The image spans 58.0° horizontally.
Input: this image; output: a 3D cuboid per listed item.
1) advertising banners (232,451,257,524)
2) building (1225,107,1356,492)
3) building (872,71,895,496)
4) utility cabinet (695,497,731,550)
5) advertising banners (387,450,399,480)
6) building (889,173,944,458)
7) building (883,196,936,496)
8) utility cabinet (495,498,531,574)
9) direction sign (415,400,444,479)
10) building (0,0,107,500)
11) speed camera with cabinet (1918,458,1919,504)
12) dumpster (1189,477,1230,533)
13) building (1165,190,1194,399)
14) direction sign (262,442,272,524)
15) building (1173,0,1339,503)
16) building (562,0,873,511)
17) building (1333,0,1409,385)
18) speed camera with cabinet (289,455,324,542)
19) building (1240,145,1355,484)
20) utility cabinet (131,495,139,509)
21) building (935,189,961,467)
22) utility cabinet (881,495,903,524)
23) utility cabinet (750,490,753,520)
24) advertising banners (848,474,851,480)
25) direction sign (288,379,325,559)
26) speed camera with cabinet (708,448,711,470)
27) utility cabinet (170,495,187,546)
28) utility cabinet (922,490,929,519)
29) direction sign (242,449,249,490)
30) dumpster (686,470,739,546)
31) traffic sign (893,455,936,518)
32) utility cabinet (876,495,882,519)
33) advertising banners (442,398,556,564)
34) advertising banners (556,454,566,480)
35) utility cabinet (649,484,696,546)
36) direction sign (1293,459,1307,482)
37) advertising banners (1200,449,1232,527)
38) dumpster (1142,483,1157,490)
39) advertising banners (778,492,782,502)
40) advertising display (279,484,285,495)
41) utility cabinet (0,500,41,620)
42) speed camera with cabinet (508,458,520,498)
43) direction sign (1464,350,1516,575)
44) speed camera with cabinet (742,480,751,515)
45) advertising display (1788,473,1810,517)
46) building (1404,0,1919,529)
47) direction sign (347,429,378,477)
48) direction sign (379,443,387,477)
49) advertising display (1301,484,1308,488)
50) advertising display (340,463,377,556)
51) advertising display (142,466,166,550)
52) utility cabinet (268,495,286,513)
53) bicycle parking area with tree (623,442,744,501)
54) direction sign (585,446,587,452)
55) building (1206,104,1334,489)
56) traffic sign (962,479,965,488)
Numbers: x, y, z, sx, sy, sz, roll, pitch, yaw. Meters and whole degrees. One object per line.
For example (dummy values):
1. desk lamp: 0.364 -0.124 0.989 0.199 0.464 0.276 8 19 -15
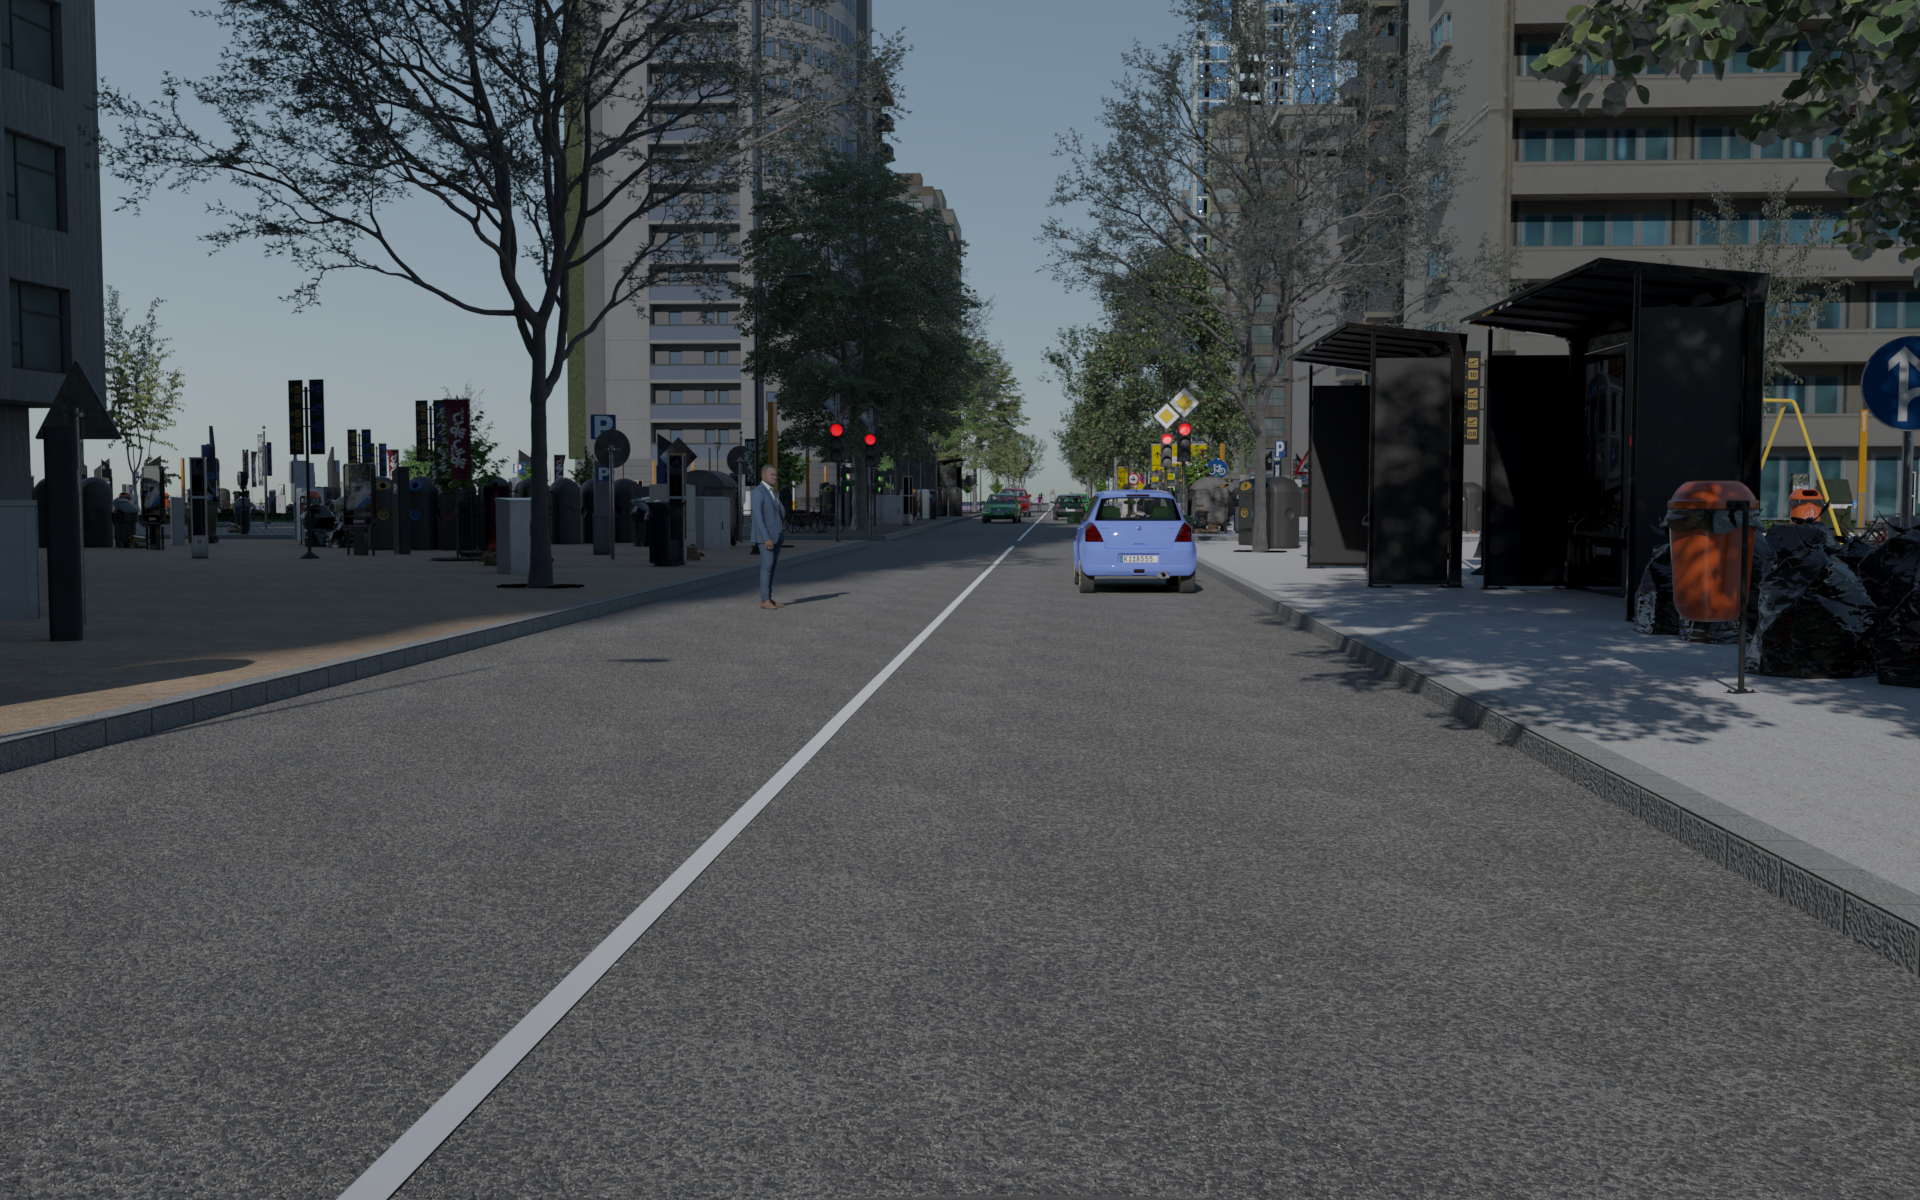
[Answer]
1. advertising banners: -28.846 -4.511 69.948 0.090 3.025 2.074 0 4 5
2. building: 41.369 -28.984 165.775 32.217 40.220 23.993 0 4 3
3. building: -18.198 -31.749 173.721 22.147 44.769 28.867 0 4 3
4. utility cabinet: -5.690 -1.755 39.851 0.306 1.237 1.020 2 4 29
5. advertising banners: -21.322 -4.352 67.340 2.074 3.025 0.090 1 4 12
6. building: -10.148 -36.409 245.399 14.600 45.320 14.200 0 4 3
7. building: -10.725 -33.506 231.416 14.154 41.232 14.086 0 4 3
8. utility cabinet: -7.124 -1.043 28.217 0.306 1.237 1.020 1 4 23
9. direction sign: -12.737 -3.043 41.755 0.876 3.537 0.379 1 4 22
10. building: -23.027 -15.666 27.842 14.107 30.474 14.160 0 4 3
11. speed camera with cabinet: 23.765 -2.911 41.935 0.660 3.252 2.038 3 5 42
12. dumpster: 8.384 -3.199 58.054 1.264 1.857 1.865 0 4 3
13. building: 43.235 -39.837 270.941 23.786 49.044 30.456 0 4 3
14. direction sign: -30.033 -5.076 74.989 0.379 3.537 0.876 1 4 11
15. building: 40.448 -56.664 239.129 22.319 86.520 31.000 0 4 3
16. building: -19.304 -36.869 144.811 21.231 58.520 28.212 0 4 3
17. building: 35.514 -27.731 108.032 22.147 44.769 28.867 0 4 3
18. speed camera with cabinet: -17.804 -3.234 47.213 0.660 3.252 2.038 -2 4 -29
19. building: 30.854 -22.994 147.659 14.160 30.474 14.107 0 4 3
20. utility cabinet: -59.598 -6.951 124.812 0.306 1.237 1.020 0 4 4
21. building: -11.033 -40.022 278.064 21.300 48.544 21.600 0 4 3
22. utility cabinet: -2.761 -3.884 74.661 1.020 1.237 0.306 2 4 24
23. utility cabinet: -9.632 -4.604 83.951 0.318 1.500 1.173 3 5 40
24. advertising banners: -8.068 -7.203 113.963 2.074 3.025 0.090 1 4 20
25. direction sign: -12.925 -2.589 34.322 0.876 3.537 0.379 1 4 23
26. speed camera with cabinet: -11.358 -4.874 74.028 2.038 3.252 0.660 2 4 30
27. utility cabinet: -19.543 -1.964 43.270 0.306 1.237 1.020 -2 4 -27
28. utility cabinet: -1.561 -4.908 88.929 0.318 1.500 1.173 -1 4 -23
29. direction sign: -36.203 -5.862 87.833 0.379 3.537 0.876 -3 5 -40
30. dumpster: -6.143 -2.217 42.012 1.264 1.857 1.865 0 4 3
31. traffic sign: -2.384 -5.948 91.129 2.265 3.308 0.079 0 4 5
32. utility cabinet: -4.206 -4.853 90.511 0.306 1.237 1.020 0 4 8
33. advertising banners: -8.418 -2.162 31.539 2.074 3.025 0.090 1 4 9
34. advertising banners: -18.398 -4.899 76.282 2.074 3.025 0.090 -1 4 -17
35. utility cabinet: -6.397 -1.829 38.583 1.173 1.500 0.318 3 4 37
36. direction sign: 21.972 -7.343 112.050 0.876 3.537 0.379 1 4 13
37. advertising banners: 10.022 -4.384 67.872 0.090 3.025 2.074 3 5 44
38. dumpster: 9.666 -4.909 86.021 1.264 1.857 1.865 0 4 3
39. advertising banners: -4.968 -3.081 46.561 0.090 3.025 2.074 -1 4 -13
40. advertising display: -44.246 -6.595 113.041 0.123 1.923 0.974 -3 4 -37
41. utility cabinet: -9.946 -0.394 17.603 1.020 1.237 0.306 -2 4 -31
42. speed camera with cabinet: -24.641 -6.155 94.971 0.660 3.252 2.038 -2 4 -35
43. direction sign: 8.305 -2.166 27.405 0.876 3.537 0.379 1 4 10
44. speed camera with cabinet: -13.413 -6.963 108.182 2.038 3.252 0.660 -3 5 -43
45. advertising display: 26.104 -2.978 53.899 0.974 1.923 0.123 -2 4 -35
46. building: 29.986 -27.373 71.247 21.600 48.544 21.300 0 4 3
47. direction sign: -20.940 -4.187 60.454 0.876 3.537 0.379 1 4 10
48. direction sign: -25.894 -5.197 76.974 0.876 3.537 0.379 -3 4 -36
49. advertising display: 22.867 -6.689 114.572 0.974 1.923 0.123 -1 4 -23
50. advertising display: -12.549 -1.897 36.232 0.974 1.923 0.123 2 4 35
51. advertising display: -18.485 -2.111 39.723 0.974 1.923 0.123 3 5 43
52. utility cabinet: -43.712 -6.098 110.869 1.020 1.237 0.306 -1 4 -12
53. bicycle parking area with tree: -16.051 -6.653 95.783 8.231 4.147 9.016 1 4 10
54. direction sign: -17.646 -5.495 81.833 0.379 3.537 0.876 0 4 -6
55. building: 33.275 -30.684 185.272 14.154 41.232 14.086 0 4 3
56. traffic sign: 0.066 -7.244 120.560 0.606 2.300 0.079 0 4 4
